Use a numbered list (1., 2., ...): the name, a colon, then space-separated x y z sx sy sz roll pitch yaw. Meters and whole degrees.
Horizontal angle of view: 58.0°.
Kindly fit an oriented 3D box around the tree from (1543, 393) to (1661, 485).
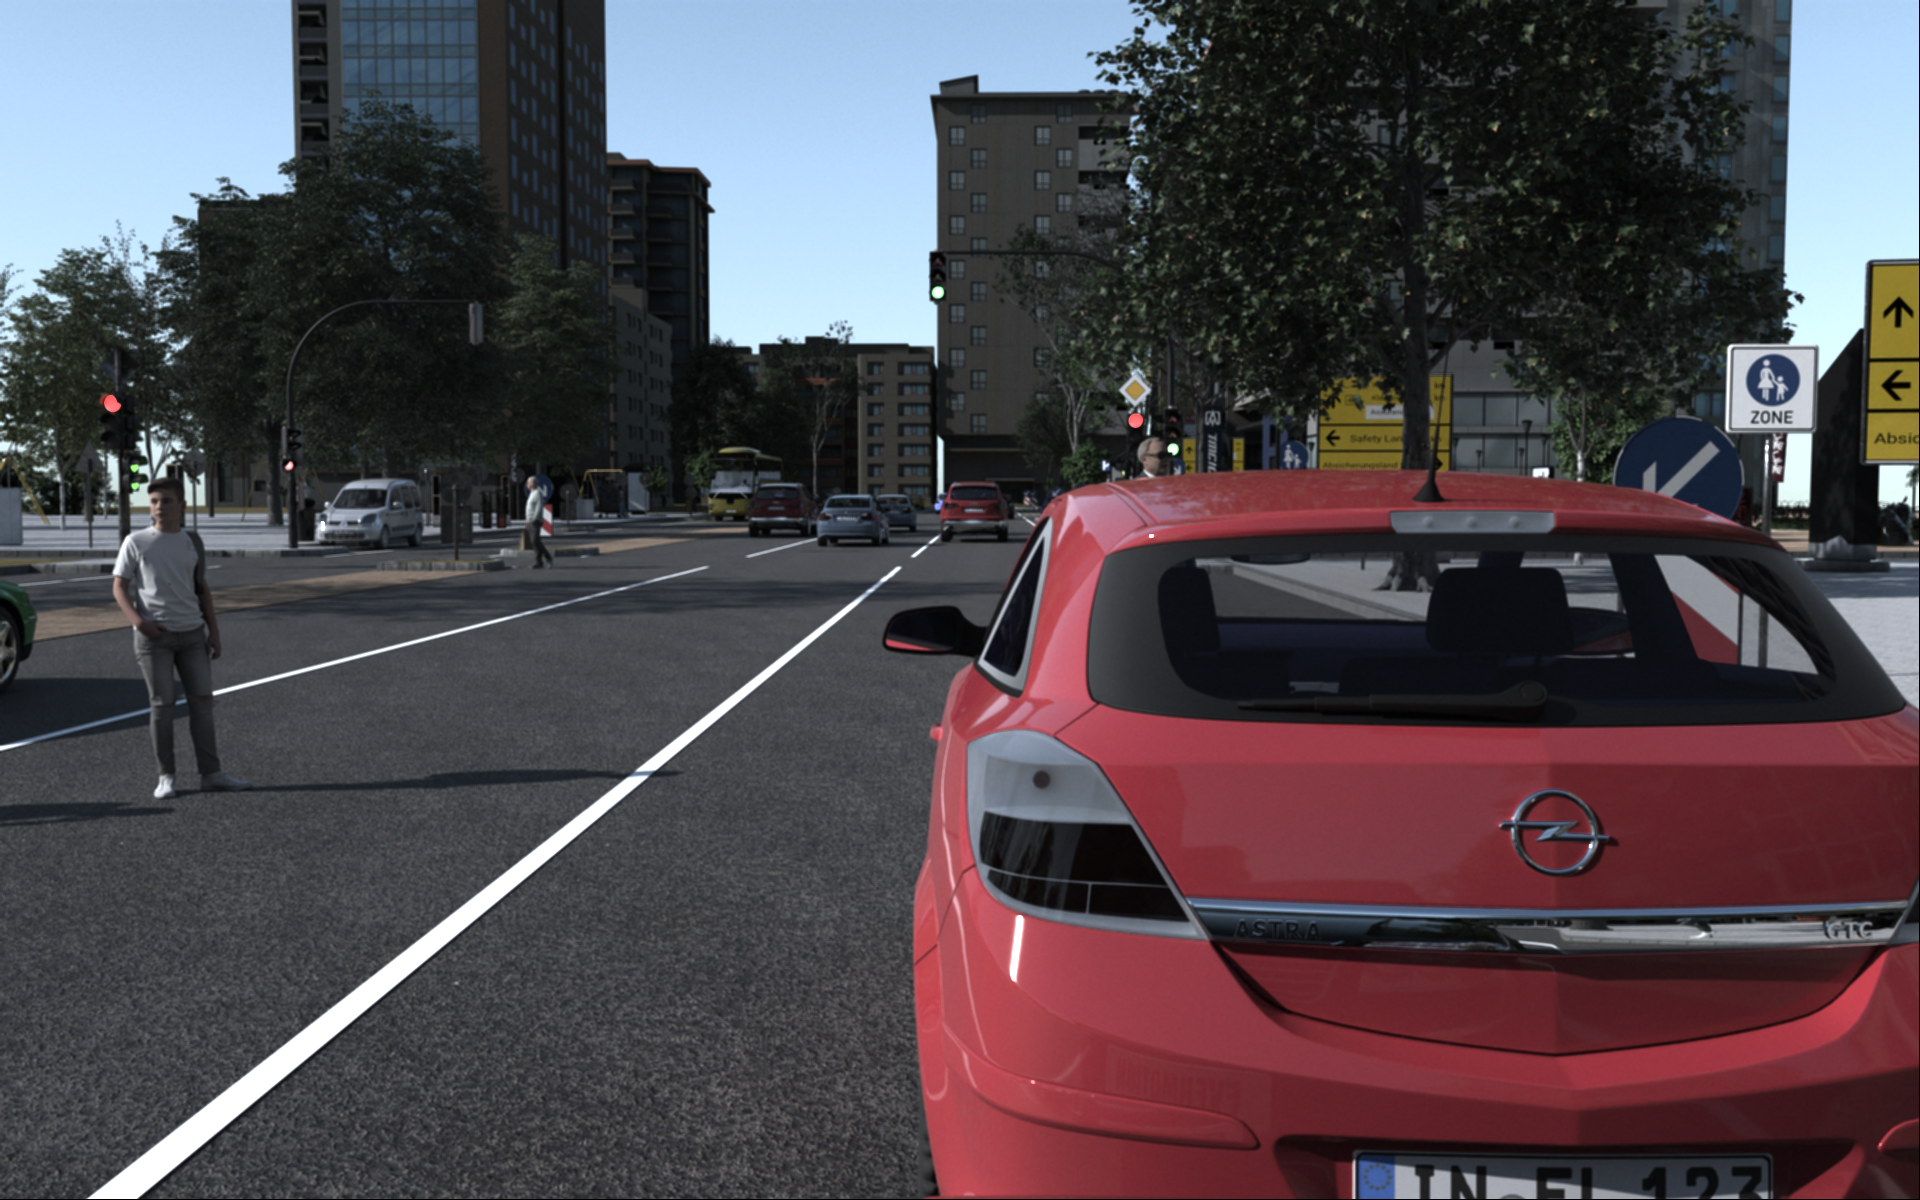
1. tree: 17.410 -3.859 46.816 4.285 4.588 4.351 0 3 0

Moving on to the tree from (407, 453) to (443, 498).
1. tree: -35.441 -9.977 113.486 4.737 8.622 4.395 0 3 0

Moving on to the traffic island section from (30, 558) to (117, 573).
1. traffic island section: -15.889 -0.649 32.889 2.009 0.180 2.903 0 4 1

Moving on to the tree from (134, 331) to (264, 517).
1. tree: -41.815 -9.891 96.128 8.767 10.594 7.601 0 4 -7

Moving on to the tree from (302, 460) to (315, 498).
1. tree: -42.208 -9.906 112.328 4.360 8.622 3.978 0 3 0

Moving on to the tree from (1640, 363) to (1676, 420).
1. tree: 35.998 -8.602 91.012 4.737 8.622 4.395 0 3 0

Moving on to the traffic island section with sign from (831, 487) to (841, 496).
1. traffic island section with sign: -8.317 -6.569 115.546 2.006 1.907 1.989 0 4 1

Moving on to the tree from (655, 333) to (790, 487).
1. tree: -17.404 -12.651 123.844 9.611 12.733 9.660 0 3 0

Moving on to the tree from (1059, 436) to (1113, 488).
1. tree: 7.395 -6.984 97.909 4.285 4.588 4.351 0 3 0

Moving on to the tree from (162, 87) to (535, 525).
1. tree: -18.628 -9.156 56.353 9.857 13.997 8.962 0 3 0

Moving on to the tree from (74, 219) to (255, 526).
1. tree: -21.863 -5.927 47.262 4.360 8.622 3.978 0 3 0

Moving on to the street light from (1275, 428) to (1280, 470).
1. street light: 5.331 -3.635 31.968 1.470 5.913 1.316 0 4 1

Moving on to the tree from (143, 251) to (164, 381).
1. tree: -28.103 -10.048 70.943 9.857 13.997 8.962 0 3 0

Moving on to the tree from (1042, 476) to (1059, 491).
1. tree: 9.734 -11.516 182.893 1.663 3.219 1.824 0 3 0

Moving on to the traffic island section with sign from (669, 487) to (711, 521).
1. traffic island section with sign: -14.483 -5.169 93.134 1.989 1.847 2.006 0 4 1

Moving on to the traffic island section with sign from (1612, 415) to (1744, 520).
1. traffic island section with sign: 3.540 -0.056 9.541 1.989 1.847 2.006 0 4 1

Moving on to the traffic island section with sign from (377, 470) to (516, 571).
1. traffic island section with sign: -9.794 -1.522 33.014 2.006 1.907 1.989 0 4 1

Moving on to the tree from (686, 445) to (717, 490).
1. tree: -16.343 -8.021 114.862 4.285 4.588 4.351 0 3 0

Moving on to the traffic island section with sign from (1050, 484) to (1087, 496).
1. traffic island section with sign: 4.555 -3.506 65.944 1.989 1.847 2.006 0 4 1

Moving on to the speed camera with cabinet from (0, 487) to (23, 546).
1. speed camera with cabinet: -24.380 -2.962 42.772 2.038 3.252 0.660 -3 4 -36

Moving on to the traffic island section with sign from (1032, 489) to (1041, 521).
1. traffic island section with sign: 5.047 -5.177 93.276 1.989 1.847 2.006 0 4 1

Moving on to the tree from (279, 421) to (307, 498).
1. tree: -40.549 -9.546 106.446 4.737 8.622 4.395 0 3 0

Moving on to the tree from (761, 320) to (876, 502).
1. tree: -14.141 -20.247 186.931 12.611 20.169 13.585 0 3 0

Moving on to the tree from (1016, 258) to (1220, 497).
1. tree: 7.462 -8.889 71.095 9.928 11.665 9.643 0 3 0

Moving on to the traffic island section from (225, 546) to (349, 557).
1. traffic island section: -15.746 -1.137 40.872 2.009 0.180 2.903 0 4 1

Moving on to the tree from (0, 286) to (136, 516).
1. tree: -60.625 -12.607 107.947 18.604 14.587 13.155 -1 4 -10

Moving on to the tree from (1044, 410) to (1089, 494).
1. tree: 9.230 -12.292 151.338 4.737 8.622 4.395 0 3 0

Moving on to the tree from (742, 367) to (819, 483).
1. tree: -16.514 -14.510 155.363 7.486 12.596 7.792 0 3 0

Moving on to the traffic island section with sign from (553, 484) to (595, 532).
1. traffic island section with sign: -14.971 -3.499 65.834 1.989 1.847 2.006 0 4 1

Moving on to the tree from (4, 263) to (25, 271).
1. tree: -30.199 -6.379 54.654 4.737 8.622 4.395 0 3 0

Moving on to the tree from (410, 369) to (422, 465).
1. tree: -30.203 -11.350 103.696 7.486 12.596 7.792 0 3 0

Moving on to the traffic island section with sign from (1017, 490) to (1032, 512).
1. traffic island section with sign: 5.925 -8.173 142.252 1.989 1.847 2.006 0 4 1

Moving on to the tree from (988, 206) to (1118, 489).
1. tree: 8.851 -15.633 111.496 12.611 20.169 13.585 0 3 0

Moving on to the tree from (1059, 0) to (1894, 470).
1. tree: 5.967 -6.469 22.771 9.611 12.733 9.660 0 3 0

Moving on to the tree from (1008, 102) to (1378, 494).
1. tree: 7.127 -8.565 50.410 12.009 13.543 11.850 0 3 0

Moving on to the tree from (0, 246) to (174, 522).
1. tree: -39.938 -9.897 79.948 7.486 12.596 7.792 0 3 0

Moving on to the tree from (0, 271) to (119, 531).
1. tree: -31.088 -6.724 60.301 4.737 8.622 4.395 0 3 0

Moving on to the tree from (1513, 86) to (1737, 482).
1. tree: 11.440 -4.938 31.098 4.360 8.622 3.978 0 3 0

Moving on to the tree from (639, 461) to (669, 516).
1. tree: -17.720 -6.530 101.362 1.663 3.219 1.824 0 3 0

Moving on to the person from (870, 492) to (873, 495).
1. person: -9.150 -10.302 178.401 0.415 1.643 0.593 1 4 10

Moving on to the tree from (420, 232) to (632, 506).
1. tree: -18.364 -9.662 76.097 7.486 12.596 7.792 0 3 0

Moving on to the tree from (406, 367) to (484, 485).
1. tree: -25.150 -8.149 83.602 4.360 8.622 3.978 0 3 0

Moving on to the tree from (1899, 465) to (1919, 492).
1. tree: 61.464 -8.556 102.799 11.467 7.101 20.602 1 4 11

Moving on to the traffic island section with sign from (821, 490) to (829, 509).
1. traffic island section with sign: -13.122 -9.843 169.561 1.989 1.847 2.006 0 4 1

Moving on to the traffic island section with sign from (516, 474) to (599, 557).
1. traffic island section with sign: -9.652 -1.975 40.420 2.006 1.907 1.989 0 4 1

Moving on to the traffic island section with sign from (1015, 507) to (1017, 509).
1. traffic island section with sign: 6.398 -9.821 169.203 1.989 1.847 2.006 0 4 1

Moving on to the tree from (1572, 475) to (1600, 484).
1. tree: 21.528 -3.960 59.353 1.663 3.219 1.824 0 3 0
